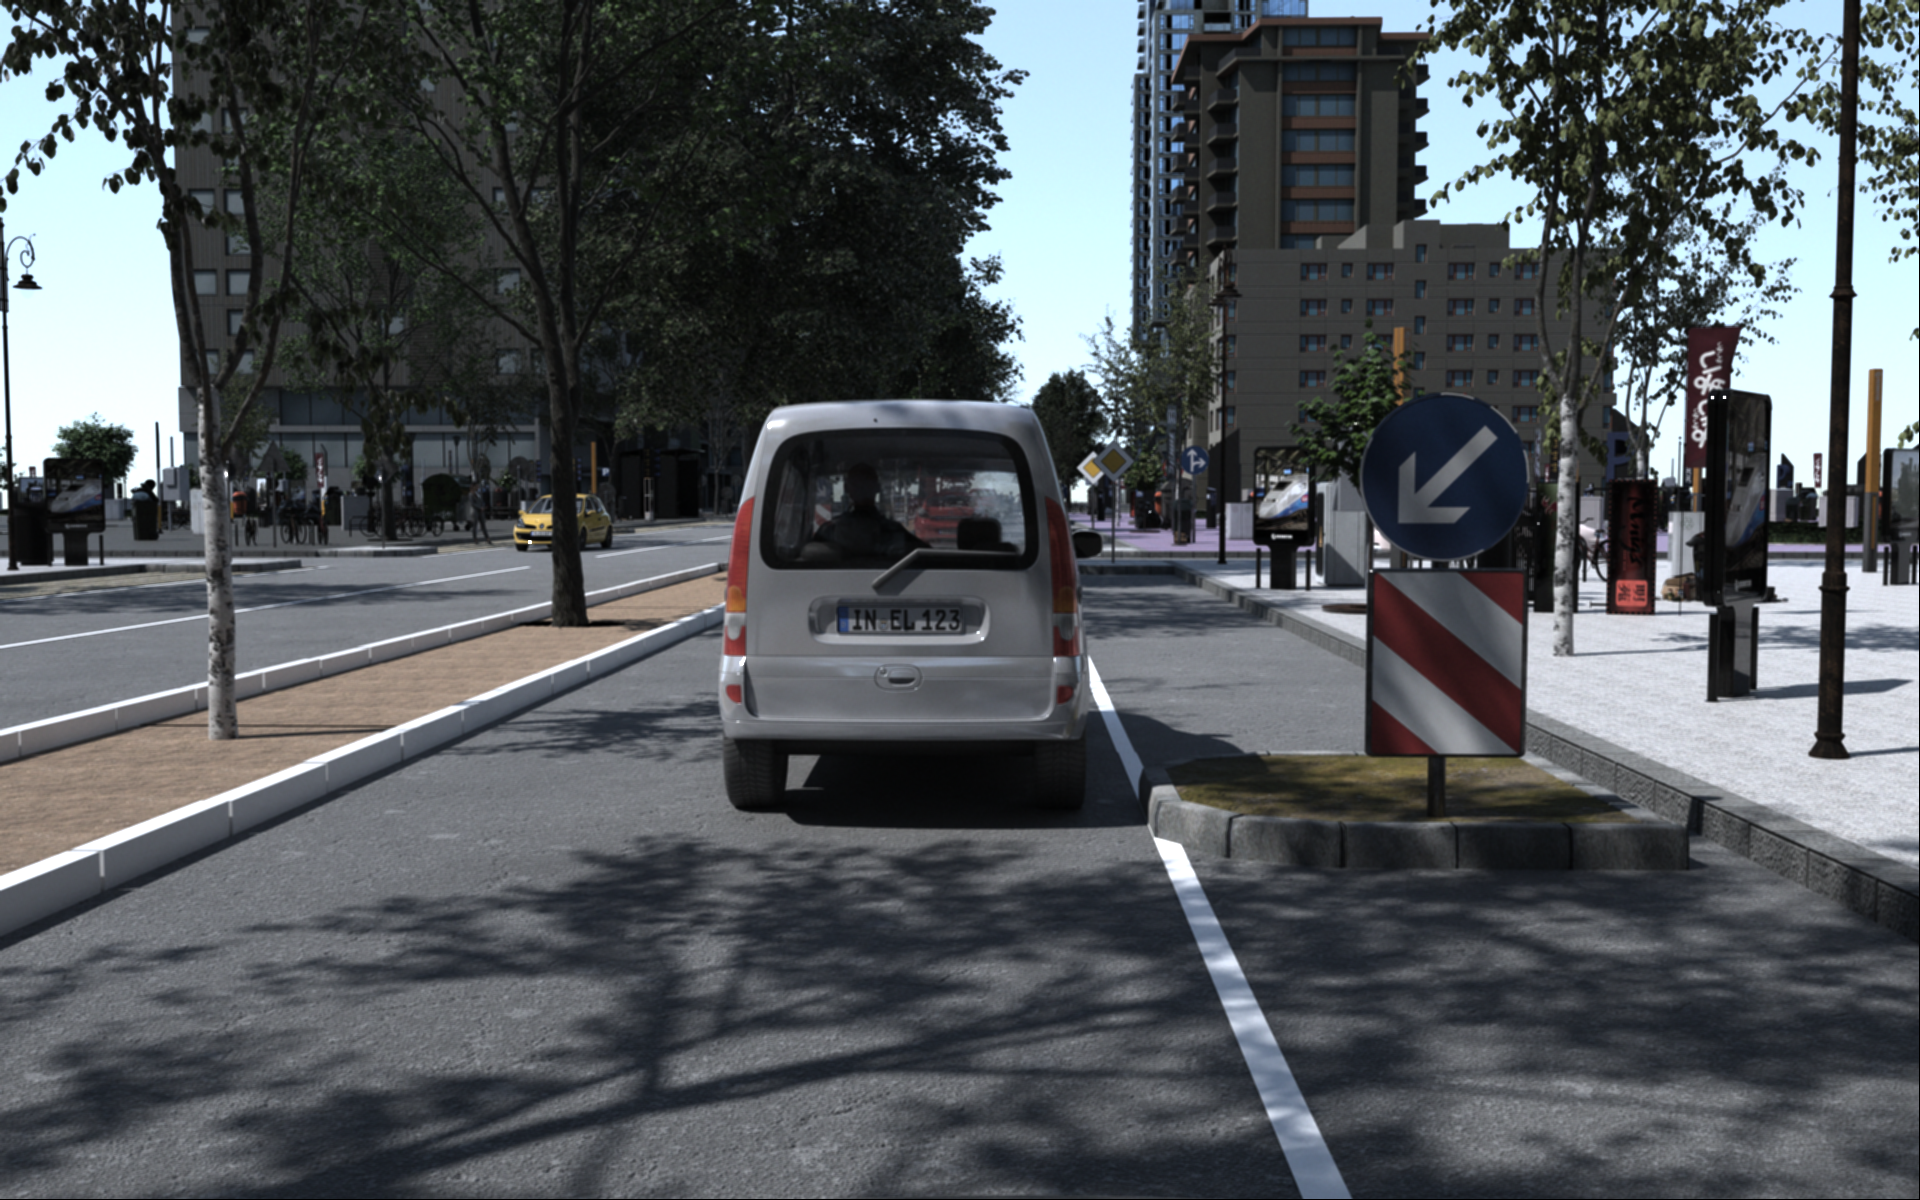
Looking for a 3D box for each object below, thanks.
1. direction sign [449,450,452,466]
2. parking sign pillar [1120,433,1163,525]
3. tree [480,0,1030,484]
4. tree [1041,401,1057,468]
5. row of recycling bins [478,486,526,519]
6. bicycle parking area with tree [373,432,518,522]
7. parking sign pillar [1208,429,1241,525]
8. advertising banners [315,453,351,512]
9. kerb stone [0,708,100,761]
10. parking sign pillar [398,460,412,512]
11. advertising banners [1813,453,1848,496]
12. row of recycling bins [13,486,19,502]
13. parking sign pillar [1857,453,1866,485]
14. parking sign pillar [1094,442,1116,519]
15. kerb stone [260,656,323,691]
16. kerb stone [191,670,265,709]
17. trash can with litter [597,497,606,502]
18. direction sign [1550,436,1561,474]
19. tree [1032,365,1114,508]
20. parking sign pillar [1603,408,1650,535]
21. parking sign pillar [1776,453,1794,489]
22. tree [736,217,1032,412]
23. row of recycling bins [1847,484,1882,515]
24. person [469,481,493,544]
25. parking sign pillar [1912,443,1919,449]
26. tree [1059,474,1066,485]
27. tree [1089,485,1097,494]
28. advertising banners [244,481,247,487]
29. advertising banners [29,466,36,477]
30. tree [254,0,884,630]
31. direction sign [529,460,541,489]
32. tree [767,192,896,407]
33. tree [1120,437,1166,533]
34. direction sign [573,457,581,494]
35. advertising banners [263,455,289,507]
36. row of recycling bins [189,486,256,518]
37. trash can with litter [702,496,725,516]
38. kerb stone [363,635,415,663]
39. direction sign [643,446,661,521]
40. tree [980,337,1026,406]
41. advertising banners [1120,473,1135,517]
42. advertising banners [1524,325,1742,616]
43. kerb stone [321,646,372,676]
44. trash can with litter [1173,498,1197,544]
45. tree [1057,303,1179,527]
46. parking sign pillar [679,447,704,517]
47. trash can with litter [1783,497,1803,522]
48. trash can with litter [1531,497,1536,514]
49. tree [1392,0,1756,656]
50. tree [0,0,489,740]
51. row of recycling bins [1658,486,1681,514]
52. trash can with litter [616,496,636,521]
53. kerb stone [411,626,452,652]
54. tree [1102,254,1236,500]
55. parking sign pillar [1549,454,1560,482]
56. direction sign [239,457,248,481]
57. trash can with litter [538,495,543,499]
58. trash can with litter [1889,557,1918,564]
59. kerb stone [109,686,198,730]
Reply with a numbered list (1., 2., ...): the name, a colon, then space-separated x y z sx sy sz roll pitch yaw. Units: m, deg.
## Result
1. direction sign: -26.454 -5.992 89.966 0.379 3.537 0.876 -1 4 -23
2. parking sign pillar: 7.806 -5.161 72.853 1.447 3.967 1.447 2 4 28
3. tree: -3.315 -7.295 28.389 9.857 13.997 8.962 0 3 0
4. tree: 7.828 -11.175 133.080 4.360 8.622 3.978 0 3 0
5. row of recycling bins: -23.938 -4.969 88.355 3.534 1.692 1.069 -1 4 -12
6. bicycle parking area with tree: -25.020 -5.876 83.070 9.016 4.147 8.231 1 4 20
7. parking sign pillar: 10.950 -5.091 71.716 1.447 3.967 1.447 2 4 25
8. advertising banners: -26.454 -4.702 73.063 2.074 3.025 0.090 2 4 28
9. kerb stone: -5.139 0.752 9.895 0.120 0.150 1.000 0 4 2
10. parking sign pillar: -36.382 -7.671 113.890 1.447 3.967 1.447 -2 4 -30
11. advertising banners: 36.733 -4.708 73.155 0.090 3.025 2.074 -1 4 -13
12. row of recycling bins: -47.827 -4.991 88.708 1.069 1.692 3.534 -1 4 -9
13. parking sign pillar: 51.014 -6.660 97.368 1.447 3.967 1.447 0 4 -6
14. parking sign pillar: 7.721 -6.247 90.606 1.447 3.967 1.447 3 5 40
15. kerb stone: -5.051 0.564 12.975 0.120 0.150 1.000 0 4 2
16. kerb stone: -5.082 0.627 11.939 0.120 0.150 1.000 0 4 2
17. trash can with litter: -18.981 -4.971 92.670 0.624 1.170 1.055 -3 4 -36
18. direction sign: 23.408 -4.623 67.576 0.379 3.537 0.876 -3 5 -40
19. tree: 9.628 -14.489 153.899 9.611 12.733 9.660 0 3 0
20. parking sign pillar: 20.779 -4.006 53.968 1.447 3.967 1.447 -2 4 -31
21. parking sign pillar: 54.138 -7.657 113.660 1.447 3.967 1.447 0 4 -4
22. tree: -2.544 -8.533 58.982 9.611 12.733 9.660 0 3 0
23. row of recycling bins: 38.296 -4.077 73.765 1.069 1.692 3.534 0 4 7
24. person: -13.618 -2.472 49.192 0.573 1.790 0.520 1 4 10
25. parking sign pillar: 40.274 -5.142 72.548 1.447 3.967 1.447 -1 4 -8
26. tree: 12.330 -20.283 238.286 9.857 13.997 8.962 0 3 0
27. tree: 7.557 -6.063 93.726 1.663 3.219 1.824 0 3 0
28. advertising banners: -47.960 -7.274 115.114 2.074 3.025 0.090 2 4 30
29. advertising banners: -57.735 -6.906 109.097 2.074 3.025 0.090 1 4 13
30. tree: -4.330 -5.523 18.512 9.928 11.665 9.643 0 3 0
31. direction sign: -28.262 -7.536 115.203 0.876 3.537 0.379 1 4 13
32. tree: -3.405 -5.446 41.855 4.737 8.622 4.395 0 3 0
33. tree: 6.158 -3.875 57.961 1.663 3.219 1.824 0 3 0
34. direction sign: -23.258 -6.914 105.042 0.876 3.537 0.379 3 4 37
35. advertising banners: -30.727 -4.996 77.877 0.090 3.025 2.074 1 4 9
36. row of recycling bins: -39.952 -5.310 93.932 1.069 1.692 3.534 3 5 44
37. trash can with litter: -14.919 -5.534 101.541 2.233 1.210 1.678 0 3 0
38. kerb stone: -4.982 0.439 15.024 0.120 0.150 1.000 0 4 2
39. direction sign: -14.692 -5.546 82.666 0.876 3.537 0.379 -2 4 -35
40. tree: -1.730 -10.949 91.837 12.009 13.543 11.850 0 3 0
41. advertising banners: 9.725 -6.115 96.166 2.074 3.025 0.090 1 4 20
42. advertising banners: 7.104 -1.355 18.343 2.074 3.025 0.090 1 4 23
43. kerb stone: -5.020 0.510 13.998 0.120 0.150 1.000 0 4 2
44. trash can with litter: 5.830 -2.057 45.017 0.624 1.170 1.055 1 4 8
45. tree: 6.427 -7.174 67.653 4.360 8.622 3.978 0 3 0
46. parking sign pillar: -15.125 -6.649 97.190 1.447 3.967 1.447 0 4 -6
47. trash can with litter: 33.088 -3.513 68.823 0.624 1.170 1.055 2 4 32
48. trash can with litter: 32.026 -5.110 94.604 1.678 1.210 2.233 -3 5 -42
49. tree: 5.027 -3.862 13.506 4.737 8.622 4.395 0 3 0
50. tree: -4.282 -3.472 9.591 4.360 8.622 3.978 0 3 0
51. row of recycling bins: 36.198 -4.989 88.685 3.534 1.692 1.069 -3 5 -44
52. trash can with litter: -16.822 -4.491 84.482 2.233 1.210 1.678 -1 4 -15
53. kerb stone: -4.957 0.377 16.052 0.120 0.150 1.000 0 4 2
54. tree: 6.690 -6.320 53.694 4.737 8.622 4.395 0 3 0
55. parking sign pillar: 38.261 -7.506 111.198 1.447 3.967 1.447 -2 4 -23
56. direction sign: -43.361 -6.903 104.863 0.876 3.537 0.379 2 4 31
57. trash can with litter: -24.917 -5.533 101.517 2.233 1.210 1.678 0 4 -2
58. trash can with litter: 17.991 -1.270 31.824 2.233 1.210 1.678 0 4 -7
59. kerb stone: -5.115 0.690 10.917 0.120 0.150 1.000 0 4 2
